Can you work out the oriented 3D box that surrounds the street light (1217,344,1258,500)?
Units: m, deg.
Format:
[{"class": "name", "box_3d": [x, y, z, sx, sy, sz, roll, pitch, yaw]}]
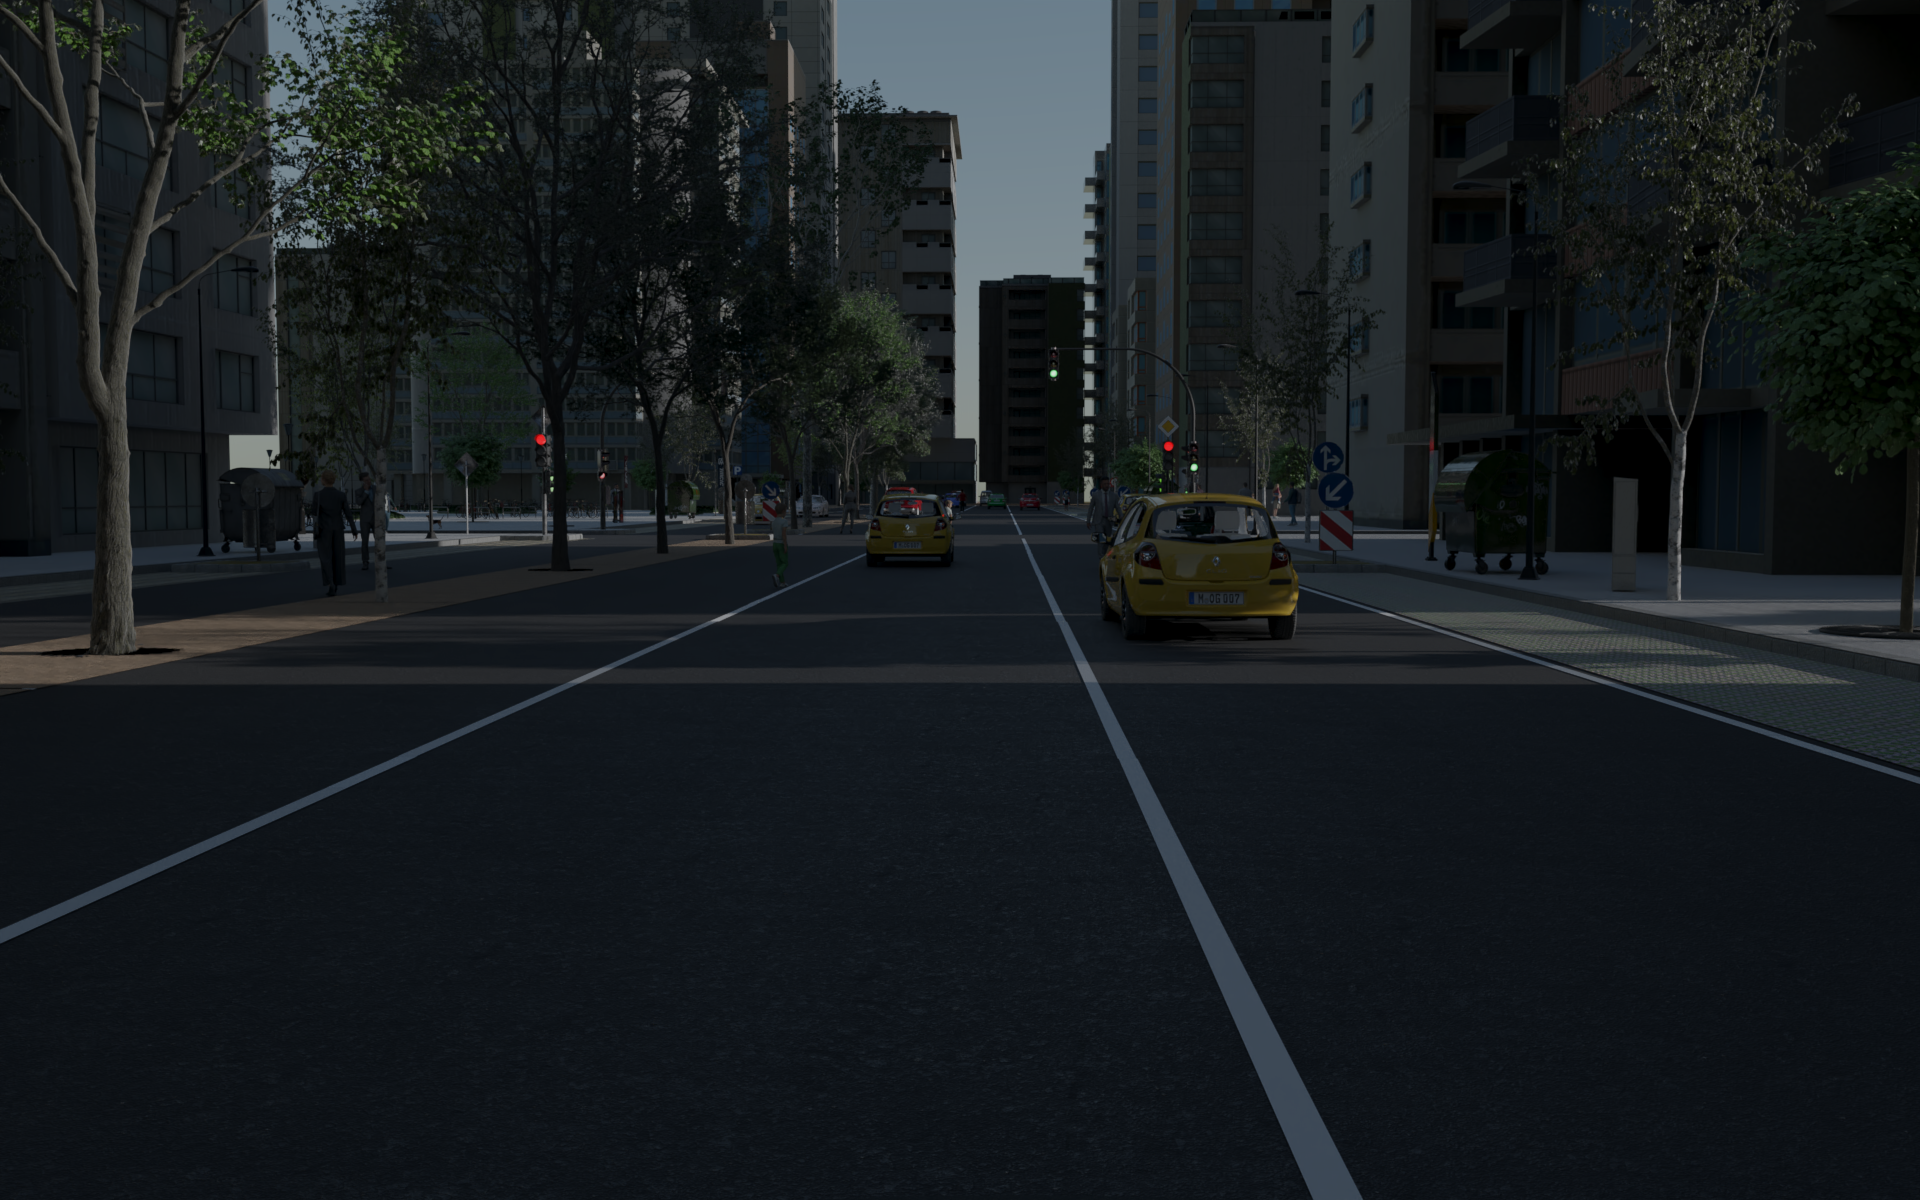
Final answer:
[{"class": "street light", "box_3d": [8.663, -4.973, 53.845, 1.470, 5.913, 1.316, 0, 4, 1]}]

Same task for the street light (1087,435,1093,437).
[{"class": "street light", "box_3d": [10.715, -10.050, 136.854, 1.470, 5.913, 1.316, 0, 4, 1]}]

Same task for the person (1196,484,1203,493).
[{"class": "person", "box_3d": [13.186, -5.491, 95.833, 0.555, 1.821, 0.388, 2, 4, 35]}]

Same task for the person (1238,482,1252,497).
[{"class": "person", "box_3d": [12.284, -4.194, 74.813, 0.606, 1.804, 0.583, 0, 4, -4]}]

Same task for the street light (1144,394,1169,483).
[{"class": "street light", "box_3d": [9.350, -6.611, 80.634, 1.470, 5.913, 1.316, 0, 4, 1]}]

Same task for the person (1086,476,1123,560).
[{"class": "person", "box_3d": [2.846, -1.550, 34.109, 0.678, 1.792, 0.850, -1, 4, -10]}]

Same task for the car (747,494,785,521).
[{"class": "car", "box_3d": [-9.311, -4.388, 81.964, 2.015, 1.641, 3.980, 0, 4, 0]}]

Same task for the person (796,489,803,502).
[{"class": "person", "box_3d": [-13.343, -8.357, 143.504, 1.217, 1.723, 0.721, 1, 4, 8]}]

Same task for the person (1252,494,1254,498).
[{"class": "person", "box_3d": [15.891, -5.113, 93.907, 0.475, 1.303, 0.640, 0, 4, 0]}]

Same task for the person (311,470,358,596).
[{"class": "person", "box_3d": [-8.852, -0.951, 24.473, 0.534, 1.772, 0.576, 3, 4, 36]}]

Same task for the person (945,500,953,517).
[{"class": "person", "box_3d": [-0.405, -2.295, 50.712, 0.352, 1.250, 0.332, -3, 5, -43]}]

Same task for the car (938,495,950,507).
[{"class": "car", "box_3d": [-1.861, -8.457, 150.849, 1.945, 1.354, 3.894, 0, 4, 2]}]

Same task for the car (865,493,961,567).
[{"class": "car", "box_3d": [-0.988, -1.556, 35.661, 2.015, 1.641, 3.980, 0, 4, 1]}]

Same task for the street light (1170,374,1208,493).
[{"class": "street light", "box_3d": [9.006, -5.774, 66.943, 1.470, 5.913, 1.316, 0, 4, 1]}]

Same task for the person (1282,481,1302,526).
[{"class": "person", "box_3d": [13.217, -3.820, 68.846, 0.721, 1.781, 0.623, 2, 4, 28]}]

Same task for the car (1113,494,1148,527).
[{"class": "car", "box_3d": [7.551, -3.934, 74.549, 2.015, 1.641, 3.980, 0, 4, 0]}]

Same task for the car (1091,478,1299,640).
[{"class": "car", "box_3d": [2.449, -0.505, 18.476, 2.015, 1.641, 3.980, 0, 3, 0]}]

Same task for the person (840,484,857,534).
[{"class": "person", "box_3d": [-4.054, -3.305, 62.812, 0.520, 1.790, 0.573, -2, 4, -35]}]

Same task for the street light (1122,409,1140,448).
[{"class": "street light", "box_3d": [9.762, -7.449, 94.324, 1.470, 5.913, 1.316, 0, 4, 1]}]

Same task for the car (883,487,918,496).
[{"class": "car", "box_3d": [-3.209, -5.368, 96.436, 2.281, 1.827, 5.304, 0, 4, 3]}]

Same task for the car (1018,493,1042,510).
[{"class": "car", "box_3d": [6.174, -8.783, 152.643, 2.155, 1.783, 4.494, 0, 4, 3]}]

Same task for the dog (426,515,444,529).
[{"class": "dog", "box_3d": [-19.440, -2.894, 64.145, 0.406, 0.507, 0.540, 3, 4, 37]}]

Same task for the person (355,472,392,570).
[{"class": "person", "box_3d": [-11.132, -1.502, 32.861, 0.655, 1.846, 0.447, -3, 4, -36]}]

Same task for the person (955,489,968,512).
[{"class": "person", "box_3d": [0.144, -8.116, 141.137, 1.348, 1.831, 0.705, -3, 5, -39]}]

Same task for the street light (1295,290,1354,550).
[{"class": "street light", "box_3d": [8.312, -4.098, 39.548, 1.470, 5.913, 1.316, 0, 4, 1]}]

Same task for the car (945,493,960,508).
[{"class": "car", "box_3d": [-0.901, -10.217, 176.640, 1.945, 1.707, 3.694, 0, 4, 0]}]

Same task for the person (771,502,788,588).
[{"class": "person", "box_3d": [-2.762, -0.841, 26.506, 0.306, 1.304, 0.590, 1, 4, 18]}]

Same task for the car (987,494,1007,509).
[{"class": "car", "box_3d": [3.506, -9.534, 164.674, 1.959, 1.807, 4.718, 0, 4, 1]}]

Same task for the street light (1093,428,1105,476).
[{"class": "street light", "box_3d": [10.345, -9.151, 122.166, 1.470, 5.913, 1.316, 0, 4, 1]}]

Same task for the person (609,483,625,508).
[{"class": "person", "box_3d": [-16.250, -4.618, 81.813, 0.678, 1.792, 0.850, -3, 4, -37]}]

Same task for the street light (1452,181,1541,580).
[{"class": "street light", "box_3d": [8.008, -3.261, 25.856, 1.470, 5.913, 1.316, 0, 4, 1]}]

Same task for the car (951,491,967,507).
[{"class": "car", "box_3d": [-0.286, -11.669, 199.458, 2.281, 1.827, 5.304, 0, 4, 0]}]

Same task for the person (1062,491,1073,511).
[{"class": "person", "box_3d": [9.203, -8.547, 149.038, 1.217, 1.735, 0.721, -2, 4, -35]}]

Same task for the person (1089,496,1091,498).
[{"class": "person", "box_3d": [12.103, -9.255, 158.080, 0.721, 1.735, 1.217, 2, 4, 29]}]

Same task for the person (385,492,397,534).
[{"class": "person", "box_3d": [-20.014, -3.142, 60.213, 0.721, 1.781, 0.623, 2, 4, 33]}]

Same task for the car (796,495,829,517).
[{"class": "car", "box_3d": [-9.226, -5.822, 107.557, 2.083, 1.381, 4.827, 0, 4, 2]}]

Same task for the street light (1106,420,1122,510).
[{"class": "street light", "box_3d": [9.966, -8.286, 108.019, 1.470, 5.913, 1.316, 0, 4, 1]}]

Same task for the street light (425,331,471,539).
[{"class": "street light", "box_3d": [-14.650, -4.711, 49.566, 1.470, 5.913, 1.316, 0, 4, 1]}]

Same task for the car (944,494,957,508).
[{"class": "car", "box_3d": [-1.086, -10.571, 182.618, 2.009, 1.686, 4.222, 0, 4, 2]}]

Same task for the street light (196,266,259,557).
[{"class": "street light", "box_3d": [-14.993, -3.850, 35.487, 1.470, 5.913, 1.316, 0, 4, 1]}]

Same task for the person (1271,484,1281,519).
[{"class": "person", "box_3d": [16.518, -5.163, 90.426, 0.573, 1.828, 0.580, 0, 4, -6]}]

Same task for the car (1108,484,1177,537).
[{"class": "car", "box_3d": [3.635, -1.260, 30.381, 2.009, 1.686, 4.222, 0, 4, 1]}]

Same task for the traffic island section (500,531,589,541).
[{"class": "traffic island section", "box_3d": [-13.087, -1.971, 54.501, 2.009, 0.180, 2.903, 0, 4, 1]}]
